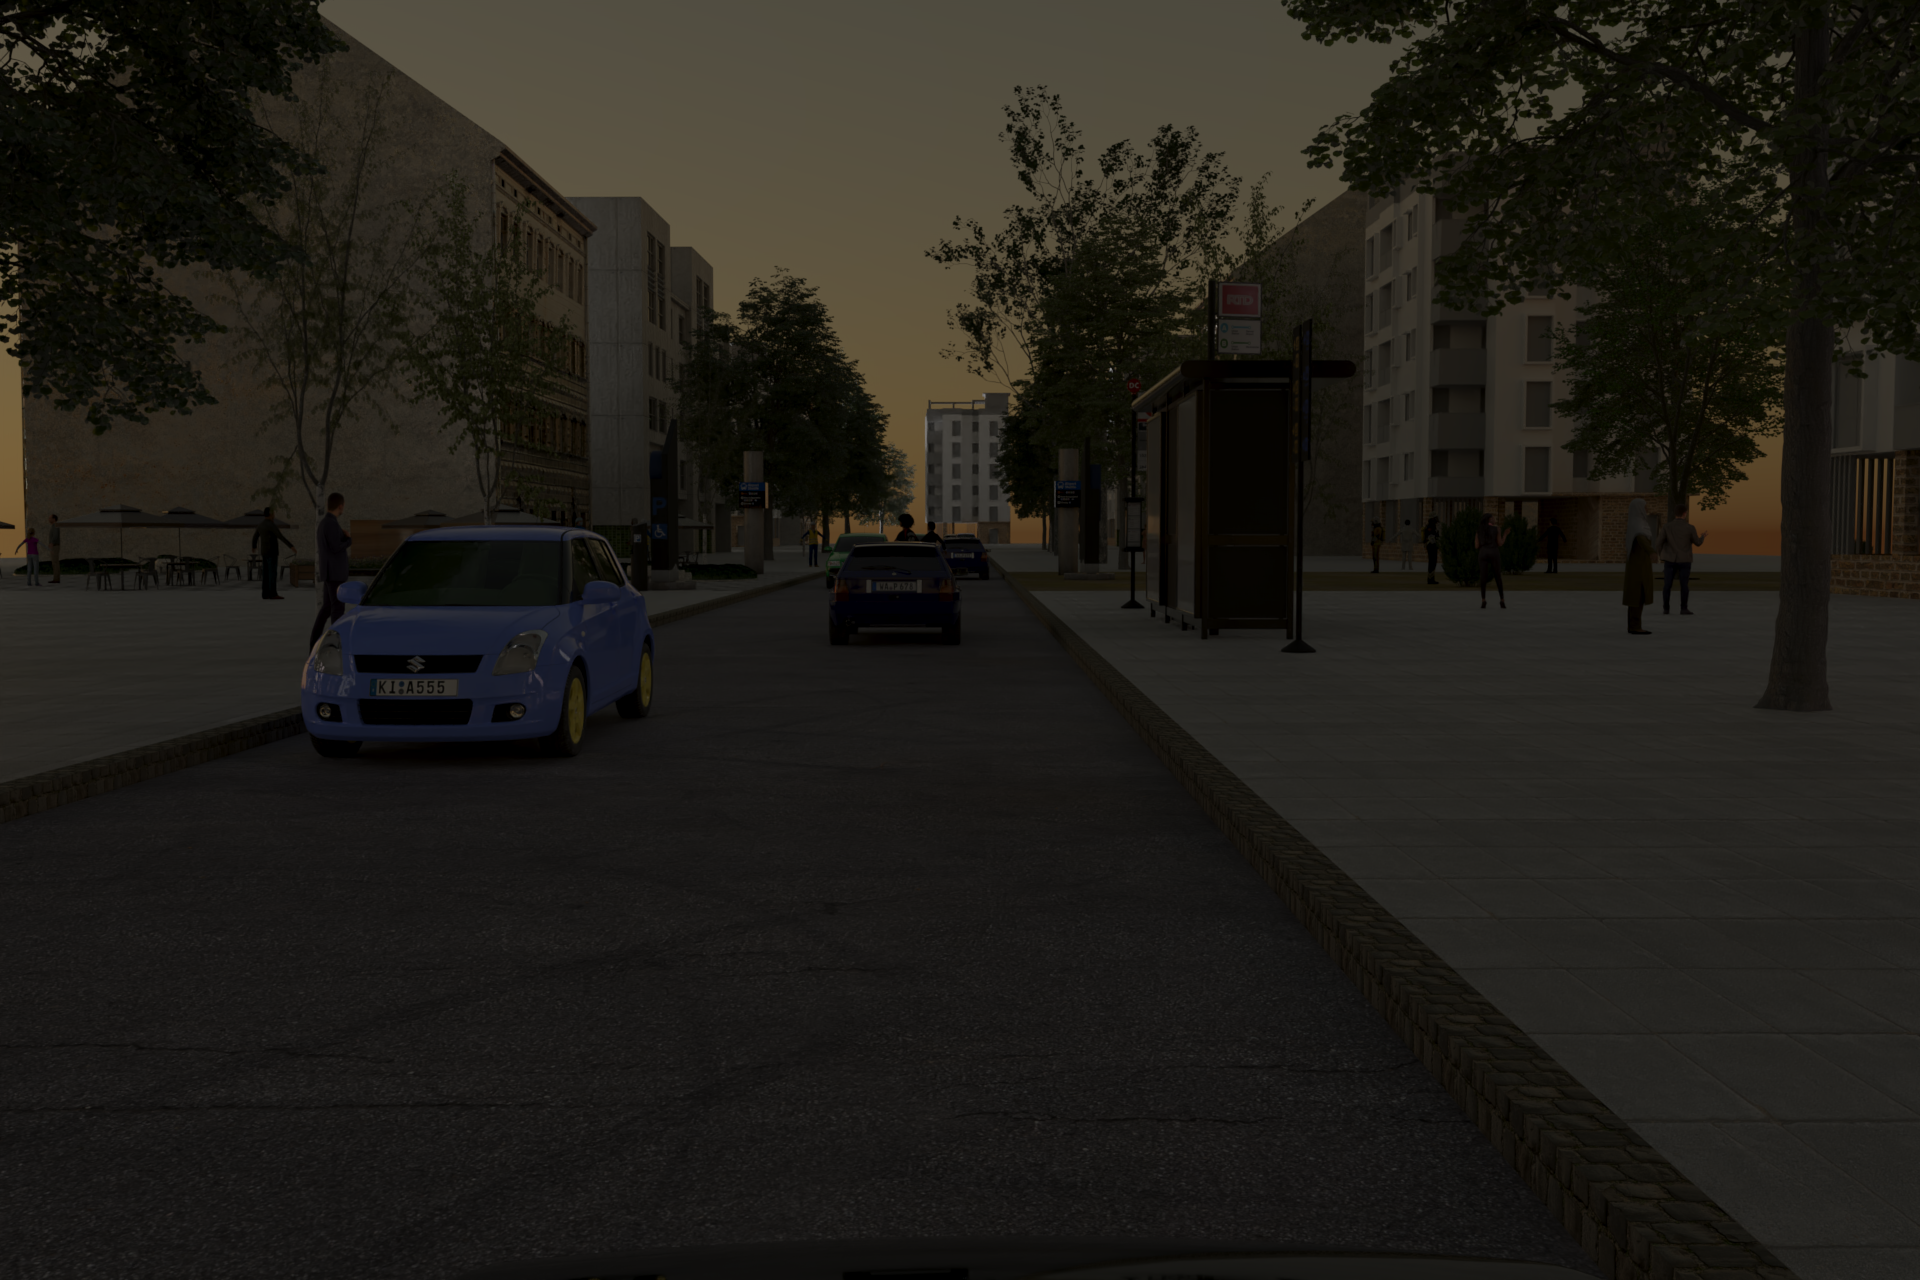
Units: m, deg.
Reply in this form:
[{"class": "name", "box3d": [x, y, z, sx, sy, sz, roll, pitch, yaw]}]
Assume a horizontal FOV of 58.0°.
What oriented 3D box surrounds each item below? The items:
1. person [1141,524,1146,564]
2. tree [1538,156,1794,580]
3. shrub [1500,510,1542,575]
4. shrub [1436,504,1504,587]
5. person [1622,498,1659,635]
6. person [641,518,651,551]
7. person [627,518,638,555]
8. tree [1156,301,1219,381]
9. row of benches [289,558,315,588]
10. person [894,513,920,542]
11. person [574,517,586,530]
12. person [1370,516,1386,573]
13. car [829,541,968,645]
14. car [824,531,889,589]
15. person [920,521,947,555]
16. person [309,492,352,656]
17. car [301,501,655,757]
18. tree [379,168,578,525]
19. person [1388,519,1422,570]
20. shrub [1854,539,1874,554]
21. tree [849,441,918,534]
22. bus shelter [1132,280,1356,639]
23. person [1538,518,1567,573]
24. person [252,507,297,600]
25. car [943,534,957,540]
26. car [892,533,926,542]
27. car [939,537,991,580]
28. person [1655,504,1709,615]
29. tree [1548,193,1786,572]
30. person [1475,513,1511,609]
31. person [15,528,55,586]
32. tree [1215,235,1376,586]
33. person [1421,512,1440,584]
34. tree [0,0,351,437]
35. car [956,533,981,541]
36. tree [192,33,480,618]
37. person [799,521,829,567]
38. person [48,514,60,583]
[{"class": "person", "box3d": [7.953, -4.140, 74.493, 1.217, 1.733, 0.721, -2, 4, -34]}, {"class": "tree", "box3d": [20.197, -7.501, 48.389, 9.928, 11.665, 9.643, 0, 3, 0]}, {"class": "shrub", "box3d": [17.373, -3.053, 54.335, 1.690, 2.028, 1.600, 0, 3, 0]}, {"class": "shrub", "box3d": [12.367, -2.296, 41.962, 1.690, 2.028, 1.600, 0, 3, 0]}, {"class": "person", "box3d": [8.774, -0.943, 22.194, 0.721, 1.736, 1.217, 1, 4, 12]}, {"class": "person", "box3d": [-11.148, -3.381, 61.254, 1.349, 1.833, 0.705, 3, 5, 44]}, {"class": "person", "box3d": [-10.716, -3.111, 56.998, 0.705, 1.813, 1.348, -1, 4, -22]}, {"class": "tree", "box3d": [7.951, -6.365, 54.436, 4.737, 8.622, 4.395, 0, 3, 0]}, {"class": "row of benches", "box3d": [-16.311, -1.695, 43.169, 1.422, 0.672, 4.104, -1, 4, -23]}, {"class": "person", "box3d": [-1.078, -1.514, 33.362, 0.704, 1.843, 1.345, 2, 4, 33]}, {"class": "person", "box3d": [-12.223, -3.036, 55.771, 0.704, 1.817, 1.347, 3, 4, 38]}, {"class": "person", "box3d": [13.626, -3.124, 56.845, 0.705, 1.858, 1.354, 1, 4, 15]}, {"class": "car", "box3d": [-0.854, -0.683, 23.749, 1.945, 1.354, 3.894, 0, 4, -1]}, {"class": "car", "box3d": [-2.638, -2.324, 46.798, 1.959, 1.807, 4.718, 0, 4, 0]}, {"class": "person", "box3d": [-0.763, -1.999, 41.870, 1.216, 1.740, 0.721, -3, 5, -43]}, {"class": "person", "box3d": [-6.472, -0.669, 17.906, 0.530, 1.710, 0.541, -1, 4, -20]}, {"class": "car", "box3d": [-3.284, -0.163, 12.250, 1.945, 1.707, 3.694, 0, 4, 0]}, {"class": "tree", "box3d": [-9.628, -5.186, 35.155, 4.737, 8.622, 4.395, 0, 3, 0]}, {"class": "person", "box3d": [16.116, -3.437, 62.383, 1.347, 1.806, 0.705, 1, 4, 19]}, {"class": "shrub", "box3d": [25.386, -2.317, 49.006, 1.383, 1.207, 1.383, 0, 3, 0]}, {"class": "tree", "box3d": [-10.512, -20.036, 234.235, 9.857, 13.997, 8.962, 0, 3, 0]}, {"class": "bus shelter", "box3d": [3.735, -2.908, 25.172, 2.179, 5.291, 8.768, 0, 3, 0]}, {"class": "person", "box3d": [19.298, -3.075, 56.460, 1.347, 1.806, 0.705, -2, 4, -24]}, {"class": "person", "box3d": [-13.530, -1.710, 34.017, 1.348, 1.821, 0.705, 2, 4, 33]}, {"class": "car", "box3d": [-0.533, -7.262, 128.521, 2.009, 1.686, 4.222, 0, 4, 1]}, {"class": "car", "box3d": [-2.195, -4.328, 79.553, 1.959, 1.807, 4.718, 0, 4, 0]}, {"class": "car", "box3d": [0.042, -2.618, 55.378, 1.945, 1.354, 3.894, 0, 4, -1]}, {"class": "person", "box3d": [11.561, -1.294, 27.732, 0.617, 1.759, 0.750, 3, 5, 44]}, {"class": "tree", "box3d": [23.834, -8.562, 58.109, 7.486, 12.596, 7.792, 0, 3, 0]}, {"class": "person", "box3d": [9.179, -1.368, 29.875, 0.593, 1.643, 0.415, -1, 4, -17]}, {"class": "person", "box3d": [-22.861, -2.049, 42.764, 0.991, 1.433, 0.599, 0, 4, 2]}, {"class": "tree", "box3d": [8.523, -5.633, 42.459, 4.360, 8.622, 3.978, 0, 3, 0]}, {"class": "person", "box3d": [12.107, -2.353, 44.256, 0.705, 1.856, 1.354, 1, 4, 18]}, {"class": "tree", "box3d": [-9.824, -6.633, 15.099, 9.857, 13.997, 8.962, 0, 3, 0]}, {"class": "car", "box3d": [0.350, -6.117, 109.597, 1.945, 1.707, 3.694, 0, 4, -1]}, {"class": "tree", "box3d": [-9.859, -4.627, 26.021, 4.360, 8.622, 3.978, 0, 3, 0]}, {"class": "person", "box3d": [-5.671, -3.718, 67.252, 1.216, 1.772, 0.721, -2, 4, -25]}, {"class": "person", "box3d": [-23.619, -2.376, 45.127, 0.705, 1.796, 1.348, -2, 4, -28]}]
